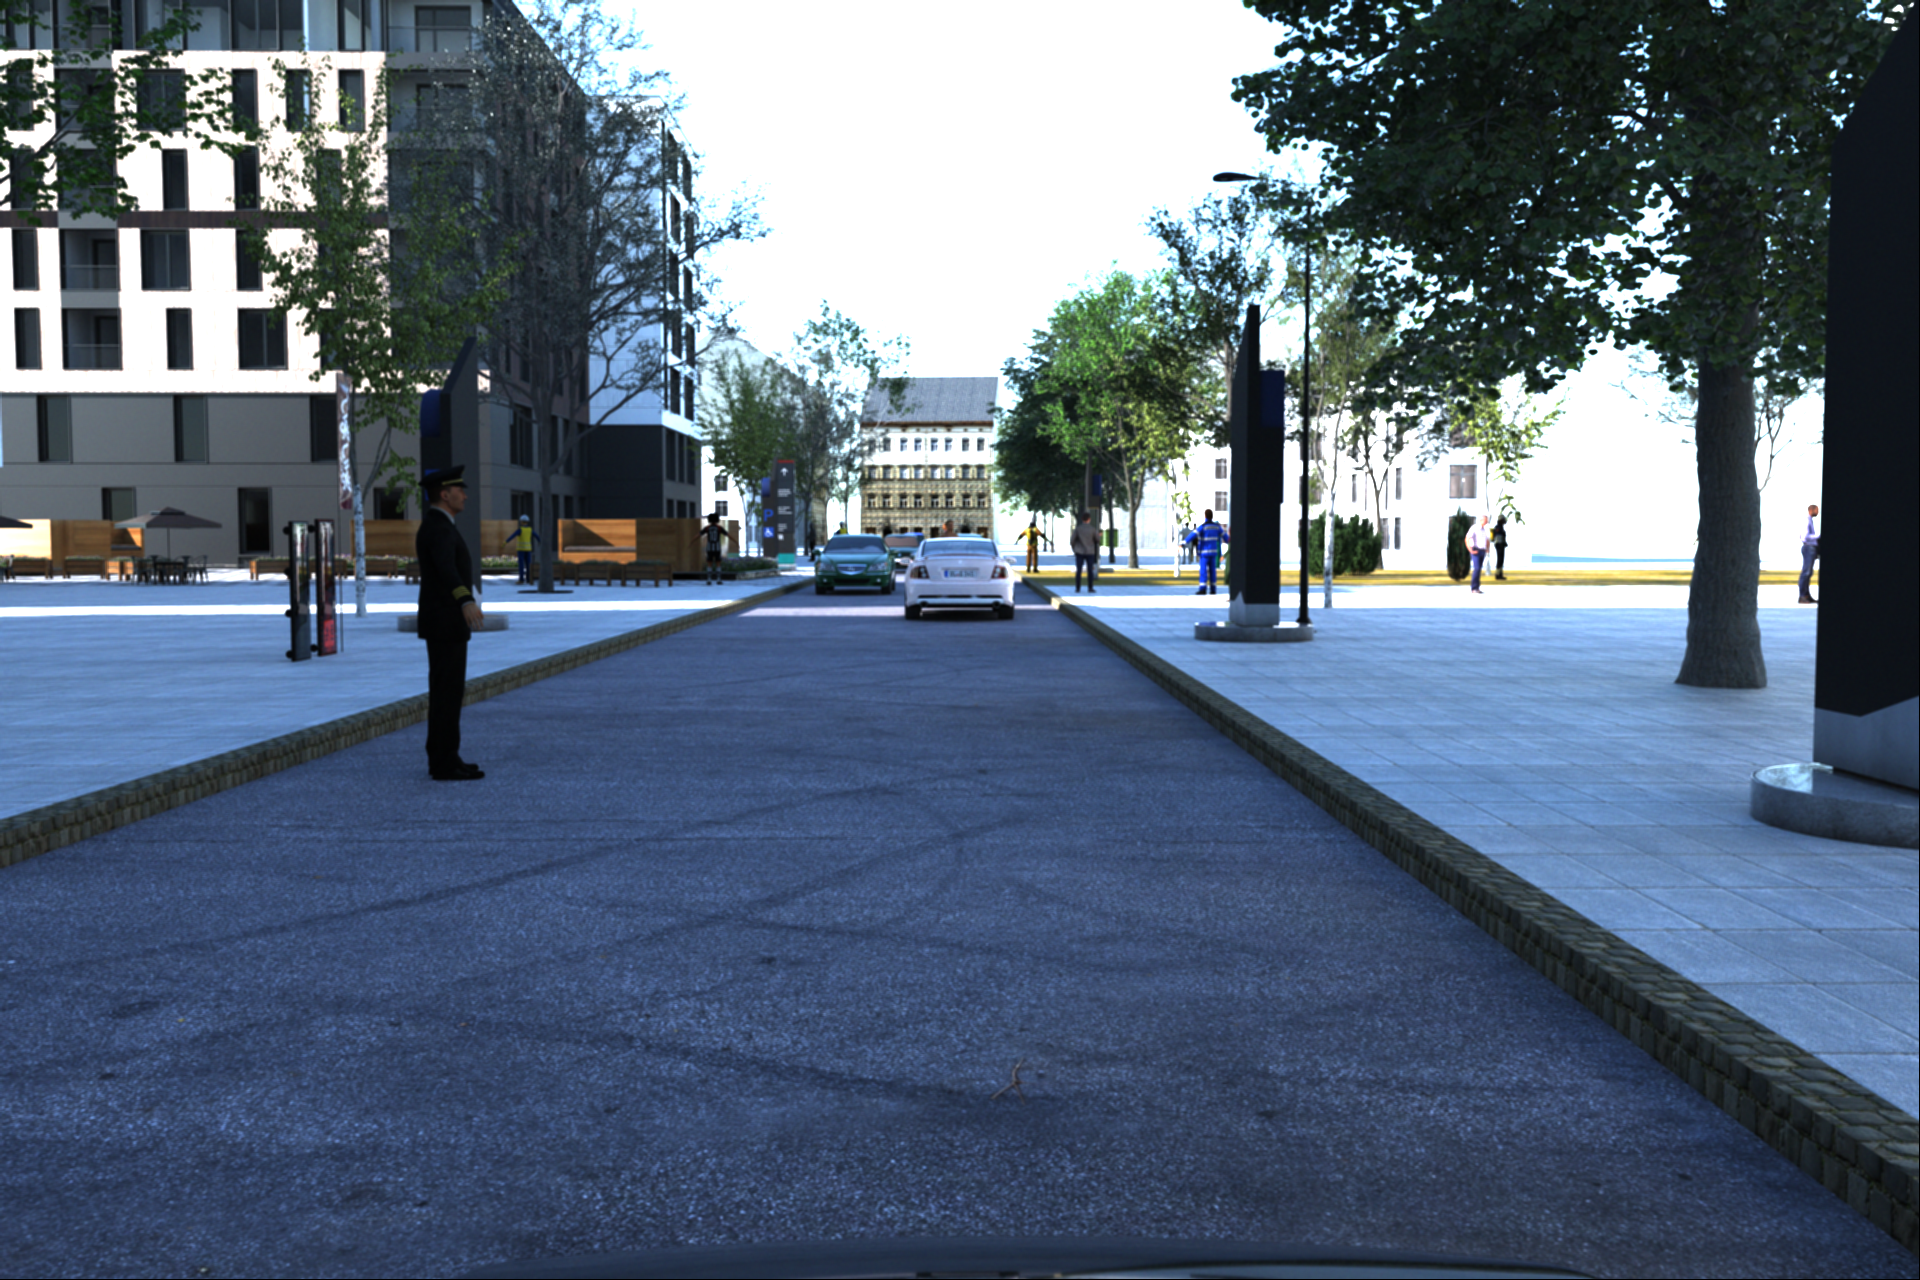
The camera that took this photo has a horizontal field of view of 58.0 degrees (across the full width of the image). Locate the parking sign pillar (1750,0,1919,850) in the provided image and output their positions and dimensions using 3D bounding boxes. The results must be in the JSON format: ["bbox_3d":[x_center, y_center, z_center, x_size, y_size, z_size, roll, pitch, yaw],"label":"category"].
[{"bbox_3d":[4.280,-1.165,7.523,1.447,3.967,1.447,0,4,0],"label":"parking sign pillar"}]

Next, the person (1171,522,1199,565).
[{"bbox_3d":[9.496,-4.055,72.484,1.347,1.806,0.705,0,4,-3],"label":"person"}]

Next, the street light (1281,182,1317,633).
[{"bbox_3d":[5.017,-3.048,22.375,1.470,5.913,1.316,0,4,0],"label":"street light"}]

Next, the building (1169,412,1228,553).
[{"bbox_3d":[20.501,-10.844,119.451,9.099,9.664,28.070,0,3,0],"label":"building"}]

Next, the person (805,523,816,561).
[{"bbox_3d":[-6.960,-4.588,81.134,0.705,1.813,1.348,-1,4,-22],"label":"person"}]

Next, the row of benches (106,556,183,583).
[{"bbox_3d":[-22.202,-1.931,47.029,1.422,0.672,4.104,-3,5,-44],"label":"row of benches"}]

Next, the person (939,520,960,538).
[{"bbox_3d":[-0.184,-1.657,36.349,1.217,1.733,0.721,-1,4,-19],"label":"person"}]

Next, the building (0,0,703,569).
[{"bbox_3d":[-27.852,-14.353,78.650,27.936,21.610,32.646,0,4,-1],"label":"building"}]

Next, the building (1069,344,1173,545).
[{"bbox_3d":[22.498,-22.538,199.422,19.493,23.208,18.063,0,4,0],"label":"building"}]

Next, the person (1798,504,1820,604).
[{"bbox_3d":[15.734,-1.585,31.827,0.599,1.838,0.709,2,4,33],"label":"person"}]

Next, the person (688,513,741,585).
[{"bbox_3d":[-6.253,-2.317,44.027,1.345,1.843,0.704,0,4,-3],"label":"person"}]

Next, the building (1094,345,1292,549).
[{"bbox_3d":[22.577,-18.574,170.147,16.747,18.905,31.486,0,3,0],"label":"building"}]

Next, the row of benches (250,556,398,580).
[{"bbox_3d":[-18.168,-2.071,49.316,4.104,0.672,1.422,-2,4,-35],"label":"row of benches"}]

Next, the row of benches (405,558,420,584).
[{"bbox_3d":[-14.096,-1.875,46.116,1.422,0.672,4.104,0,4,-7],"label":"row of benches"}]

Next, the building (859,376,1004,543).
[{"bbox_3d":[-3.614,-24.855,239.772,18.063,23.208,19.493,0,4,5],"label":"building"}]

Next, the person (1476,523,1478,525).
[{"bbox_3d":[22.032,-4.110,73.923,1.216,1.740,0.721,-3,5,-43],"label":"person"}]

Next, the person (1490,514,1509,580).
[{"bbox_3d":[15.190,-2.617,48.572,0.705,1.856,1.354,2,4,23],"label":"person"}]

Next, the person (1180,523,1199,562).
[{"bbox_3d":[10.765,-4.482,79.424,1.346,1.812,0.704,0,4,4],"label":"person"}]

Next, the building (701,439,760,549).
[{"bbox_3d":[-23.709,-13.768,167.262,9.099,9.664,28.070,0,4,-1],"label":"building"}]

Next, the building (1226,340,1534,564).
[{"bbox_3d":[20.307,-8.963,88.691,9.099,9.664,28.070,0,4,0],"label":"building"}]

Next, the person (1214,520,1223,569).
[{"bbox_3d":[9.447,-3.518,63.647,0.704,1.817,1.347,-3,4,-37],"label":"person"}]

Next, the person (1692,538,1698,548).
[{"bbox_3d":[19.801,-2.416,45.351,0.705,1.847,1.347,-3,5,-44],"label":"person"}]

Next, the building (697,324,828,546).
[{"bbox_3d":[-24.662,-21.964,190.032,19.493,23.208,18.063,0,4,1],"label":"building"}]

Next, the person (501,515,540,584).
[{"bbox_3d":[-11.318,-2.346,44.826,0.721,1.772,1.216,3,5,42],"label":"person"}]

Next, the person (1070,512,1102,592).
[{"bbox_3d":[2.798,-1.936,38.234,0.617,1.759,0.750,1,4,17],"label":"person"}]

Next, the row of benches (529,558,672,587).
[{"bbox_3d":[-8.858,-1.680,42.935,4.104,0.672,1.422,2,4,27],"label":"row of benches"}]

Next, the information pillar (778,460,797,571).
[{"bbox_3d":[-6.137,-4.379,60.976,0.750,3.857,0.750,0,4,-1],"label":"information pillar"}]

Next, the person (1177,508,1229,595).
[{"bbox_3d":[5.223,-1.872,36.578,1.345,1.831,0.704,-1,4,-21],"label":"person"}]

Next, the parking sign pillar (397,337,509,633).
[{"bbox_3d":[-6.785,-2.117,23.091,1.447,3.967,1.447,0,3,0],"label":"parking sign pillar"}]

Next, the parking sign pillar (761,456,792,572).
[{"bbox_3d":[-6.491,-4.332,59.293,1.447,3.967,1.447,0,4,0],"label":"parking sign pillar"}]

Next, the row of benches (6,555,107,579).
[{"bbox_3d":[-26.461,-2.079,49.447,4.104,0.672,1.422,-1,4,-16],"label":"row of benches"}]

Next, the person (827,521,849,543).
[{"bbox_3d":[-5.183,-4.255,75.541,1.349,1.833,0.705,-3,5,-42],"label":"person"}]

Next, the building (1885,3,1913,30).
[{"bbox_3d":[23.082,-10.729,31.835,16.016,20.090,11.380,0,4,0],"label":"building"}]

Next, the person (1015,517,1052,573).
[{"bbox_3d":[2.408,-3.160,57.428,1.354,1.858,0.705,2,4,26],"label":"person"}]

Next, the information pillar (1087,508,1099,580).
[{"bbox_3d":[3.700,-2.678,48.272,0.304,2.012,0.304,0,3,0],"label":"information pillar"}]

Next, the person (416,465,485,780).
[{"bbox_3d":[-3.000,-0.111,10.205,0.705,1.837,1.347,-1,4,-22],"label":"person"}]

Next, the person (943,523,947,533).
[{"bbox_3d":[-0.474,-2.964,57.137,0.704,1.802,1.346,1,4,9],"label":"person"}]

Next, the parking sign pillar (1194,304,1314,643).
[{"bbox_3d":[3.588,-1.993,21.052,1.447,3.967,1.447,0,4,0],"label":"parking sign pillar"}]

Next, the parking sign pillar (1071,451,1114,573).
[{"bbox_3d":[4.379,-4.200,57.147,1.447,3.967,1.447,0,4,0],"label":"parking sign pillar"}]
